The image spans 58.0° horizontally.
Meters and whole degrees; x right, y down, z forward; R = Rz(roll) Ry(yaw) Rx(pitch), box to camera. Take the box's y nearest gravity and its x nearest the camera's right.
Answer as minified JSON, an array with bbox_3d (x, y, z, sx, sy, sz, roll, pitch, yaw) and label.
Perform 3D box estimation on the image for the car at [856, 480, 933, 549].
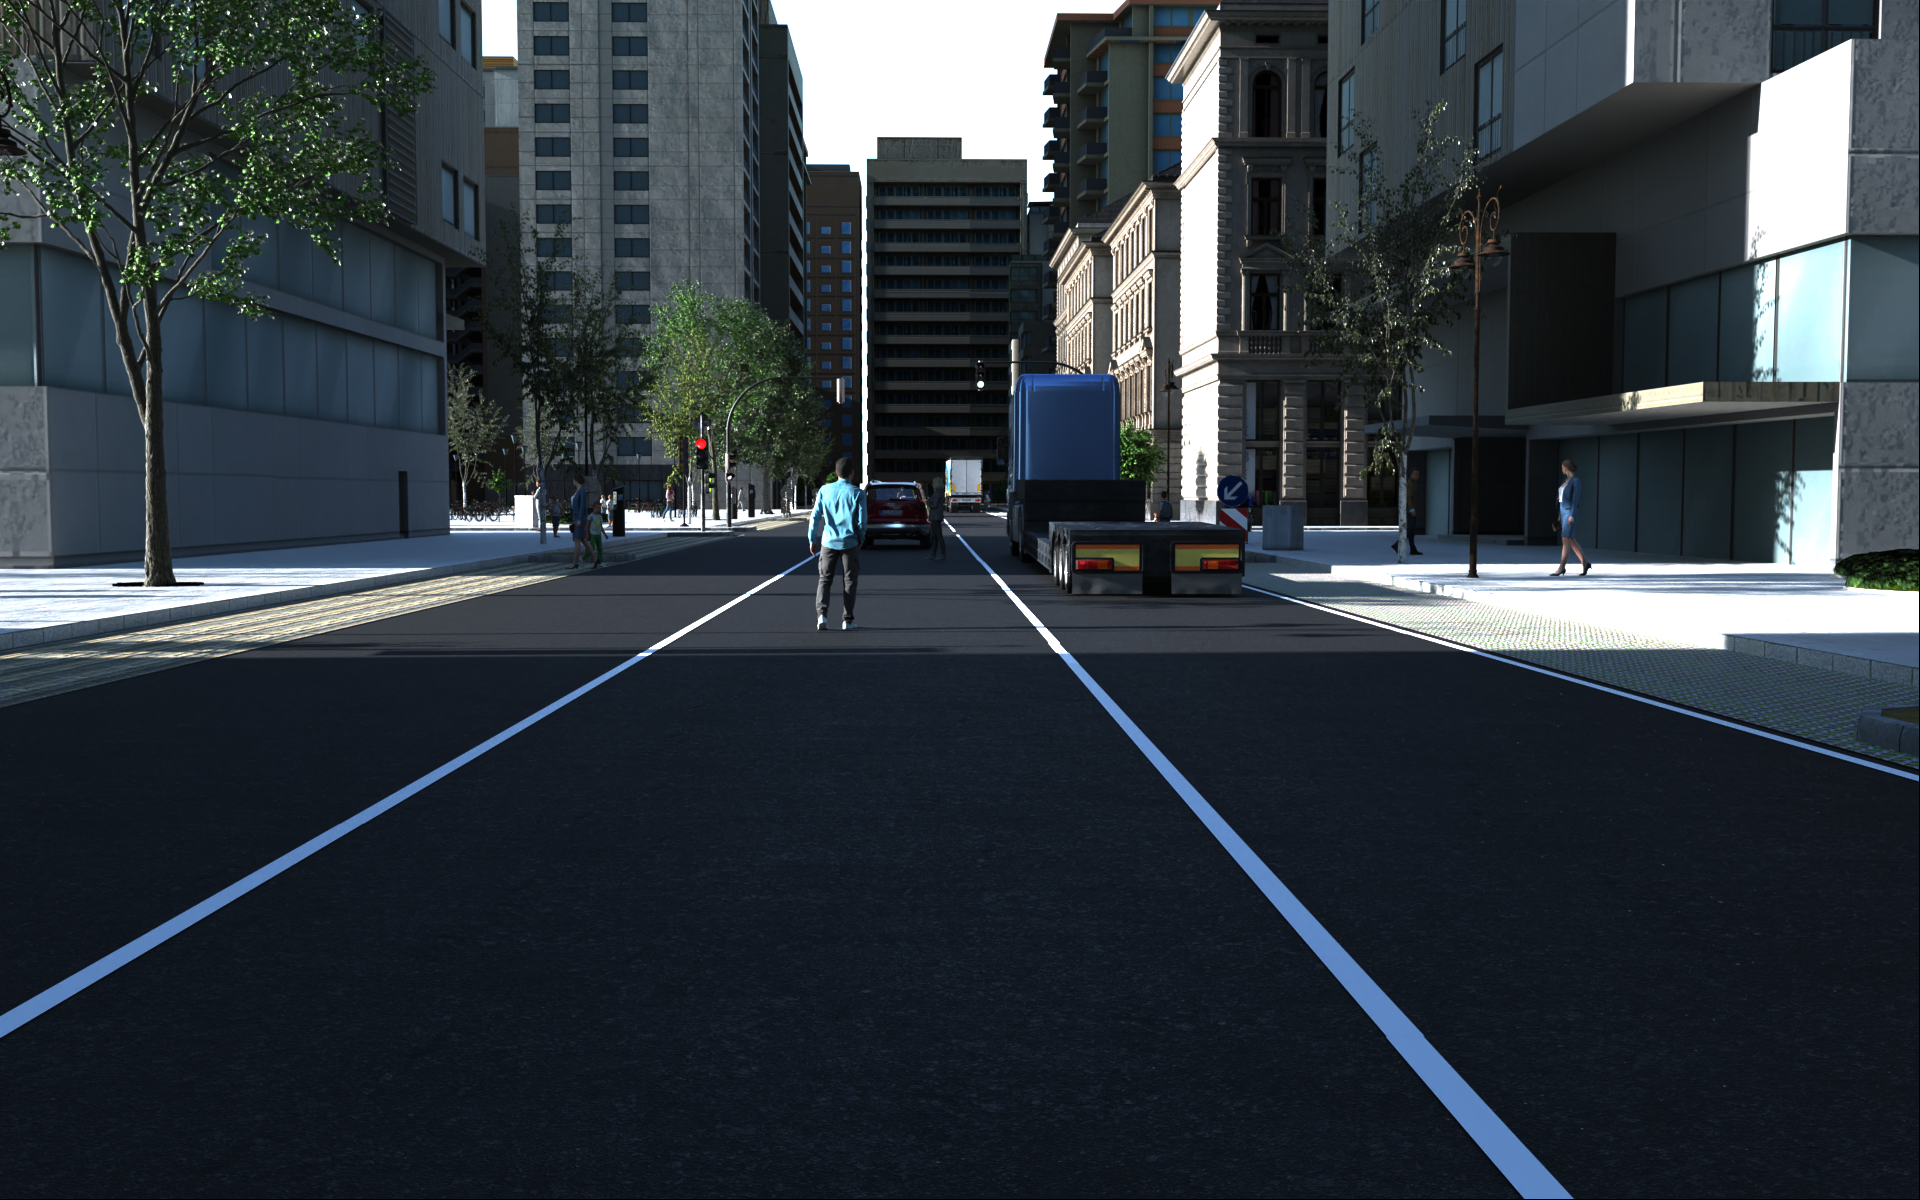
[{"bbox_3d":[-1.738,-2.341,46.945,2.281,1.827,5.304,0,4,1],"label":"car"}]

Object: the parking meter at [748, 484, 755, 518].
[{"bbox_3d":[-11.398,-5.449,94.810,0.399,1.863,0.255,0,4,-4],"label":"parking meter"}]

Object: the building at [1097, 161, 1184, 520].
[{"bbox_3d":[13.784,-13.969,93.016,10.561,19.102,19.286,0,4,-1],"label":"building"}]

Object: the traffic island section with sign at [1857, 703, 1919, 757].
[{"bbox_3d":[6.177,-0.055,9.535,1.989,1.847,2.006,0,4,-1],"label":"traffic island section with sign"}]

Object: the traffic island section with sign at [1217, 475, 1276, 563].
[{"bbox_3d":[5.557,-1.725,36.825,1.989,1.847,2.006,0,4,-1],"label":"traffic island section with sign"}]

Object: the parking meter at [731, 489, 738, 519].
[{"bbox_3d":[-11.527,-4.882,88.235,0.372,1.533,0.369,0,3,0],"label":"parking meter"}]

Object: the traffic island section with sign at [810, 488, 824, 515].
[{"bbox_3d":[-9.828,-6.787,119.598,1.989,1.847,2.006,0,4,-1],"label":"traffic island section with sign"}]

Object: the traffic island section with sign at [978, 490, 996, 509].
[{"bbox_3d":[2.560,-9.891,170.351,1.989,1.847,2.006,0,4,-1],"label":"traffic island section with sign"}]

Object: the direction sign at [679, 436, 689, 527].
[{"bbox_3d":[-10.890,-4.668,68.324,0.379,3.537,0.876,1,4,13],"label":"direction sign"}]

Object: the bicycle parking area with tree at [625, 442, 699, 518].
[{"bbox_3d":[-18.248,-6.586,94.685,8.231,4.147,9.016,1,4,9],"label":"bicycle parking area with tree"}]

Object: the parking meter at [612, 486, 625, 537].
[{"bbox_3d":[-10.320,-2.688,52.352,0.372,1.533,0.369,0,3,0],"label":"parking meter"}]

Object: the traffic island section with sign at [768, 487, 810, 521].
[{"bbox_3d":[-9.219,-5.139,92.650,1.989,1.847,2.006,0,4,-1],"label":"traffic island section with sign"}]

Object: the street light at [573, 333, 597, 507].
[{"bbox_3d":[-10.747,-4.710,49.795,0.468,5.910,1.993,0,4,-1],"label":"street light"}]

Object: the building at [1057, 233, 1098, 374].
[{"bbox_3d":[12.328,-15.186,112.922,10.561,19.102,19.286,0,4,-1],"label":"building"}]

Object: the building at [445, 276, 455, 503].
[{"bbox_3d":[-71.495,-30.977,198.355,23.993,40.220,32.217,0,4,-1],"label":"building"}]

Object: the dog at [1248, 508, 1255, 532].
[{"bbox_3d":[9.879,-2.727,58.971,0.513,0.831,0.800,2,4,35],"label":"dog"}]

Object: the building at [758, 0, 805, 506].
[{"bbox_3d":[-26.963,-33.596,172.989,21.300,48.544,21.600,0,4,-1],"label":"building"}]

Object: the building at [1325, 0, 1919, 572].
[{"bbox_3d":[25.200,-27.626,40.928,28.713,52.752,27.495,0,4,-1],"label":"building"}]

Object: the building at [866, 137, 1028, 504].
[{"bbox_3d":[-1.940,-37.580,238.136,21.600,48.544,21.300,0,4,-1],"label":"building"}]

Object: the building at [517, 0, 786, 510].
[{"bbox_3d":[-25.995,-43.608,151.248,20.563,71.187,20.611,0,4,-1],"label":"building"}]

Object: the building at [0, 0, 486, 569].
[{"bbox_3d":[-28.055,-27.668,41.606,27.495,52.752,28.713,0,4,-1],"label":"building"}]

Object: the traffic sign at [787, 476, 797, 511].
[{"bbox_3d":[-12.103,-7.626,124.798,0.768,2.556,0.104,0,4,4],"label":"traffic sign"}]

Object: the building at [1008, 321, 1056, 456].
[{"bbox_3d":[19.815,-20.982,188.091,27.650,21.520,28.899,0,4,-1],"label":"building"}]

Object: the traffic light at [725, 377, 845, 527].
[{"bbox_3d":[-6.844,-5.654,67.111,4.771,5.953,1.251,0,4,-1],"label":"traffic light"}]

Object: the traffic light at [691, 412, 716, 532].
[{"bbox_3d":[-8.755,-4.289,59.046,0.839,4.253,0.868,0,4,-1],"label":"traffic light"}]

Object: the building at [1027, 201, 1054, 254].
[{"bbox_3d":[15.992,-33.700,234.586,14.086,41.232,14.154,0,4,-1],"label":"building"}]

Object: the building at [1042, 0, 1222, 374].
[{"bbox_3d":[18.955,-30.820,158.526,22.147,44.769,28.867,0,4,-1],"label":"building"}]

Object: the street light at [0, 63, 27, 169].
[{"bbox_3d":[-9.859,-2.719,17.245,0.468,5.910,1.993,0,4,-1],"label":"street light"}]

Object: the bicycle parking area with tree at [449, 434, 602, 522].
[{"bbox_3d":[-23.574,-5.890,83.306,8.231,4.147,9.016,2,4,29],"label":"bicycle parking area with tree"}]

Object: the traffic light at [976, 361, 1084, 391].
[{"bbox_3d":[2.913,-5.169,59.181,4.771,5.953,1.251,0,4,-1],"label":"traffic light"}]

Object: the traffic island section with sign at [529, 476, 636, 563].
[{"bbox_3d":[-7.975,-1.725,36.829,1.989,1.847,2.006,0,4,-1],"label":"traffic island section with sign"}]

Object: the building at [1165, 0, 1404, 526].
[{"bbox_3d":[19.369,-14.968,73.598,19.941,23.489,11.050,0,4,-1],"label":"building"}]

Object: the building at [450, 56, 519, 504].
[{"bbox_3d":[-70.611,-42.475,236.466,28.212,58.520,21.231,0,4,-1],"label":"building"}]

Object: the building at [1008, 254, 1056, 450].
[{"bbox_3d":[12.788,-26.791,209.727,14.160,30.474,14.107,0,4,-1],"label":"building"}]

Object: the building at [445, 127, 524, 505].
[{"bbox_3d":[-52.593,-34.065,207.077,14.200,45.320,14.600,0,4,-1],"label":"building"}]

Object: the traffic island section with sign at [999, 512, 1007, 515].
[{"bbox_3d":[3.717,-6.751,119.008,1.989,1.847,2.006,0,4,-1],"label":"traffic island section with sign"}]

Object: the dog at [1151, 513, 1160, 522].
[{"bbox_3d":[9.141,-3.811,80.045,0.550,0.427,0.748,0,4,-6],"label":"dog"}]

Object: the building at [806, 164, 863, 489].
[{"bbox_3d":[-20.429,-35.711,233.987,14.200,45.320,14.600,0,4,-1],"label":"building"}]

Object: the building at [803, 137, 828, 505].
[{"bbox_3d":[-30.684,-33.583,203.700,28.867,44.769,22.147,0,4,-1],"label":"building"}]

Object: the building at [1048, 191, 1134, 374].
[{"bbox_3d":[12.984,-18.592,132.853,11.050,23.489,19.941,0,4,-1],"label":"building"}]
